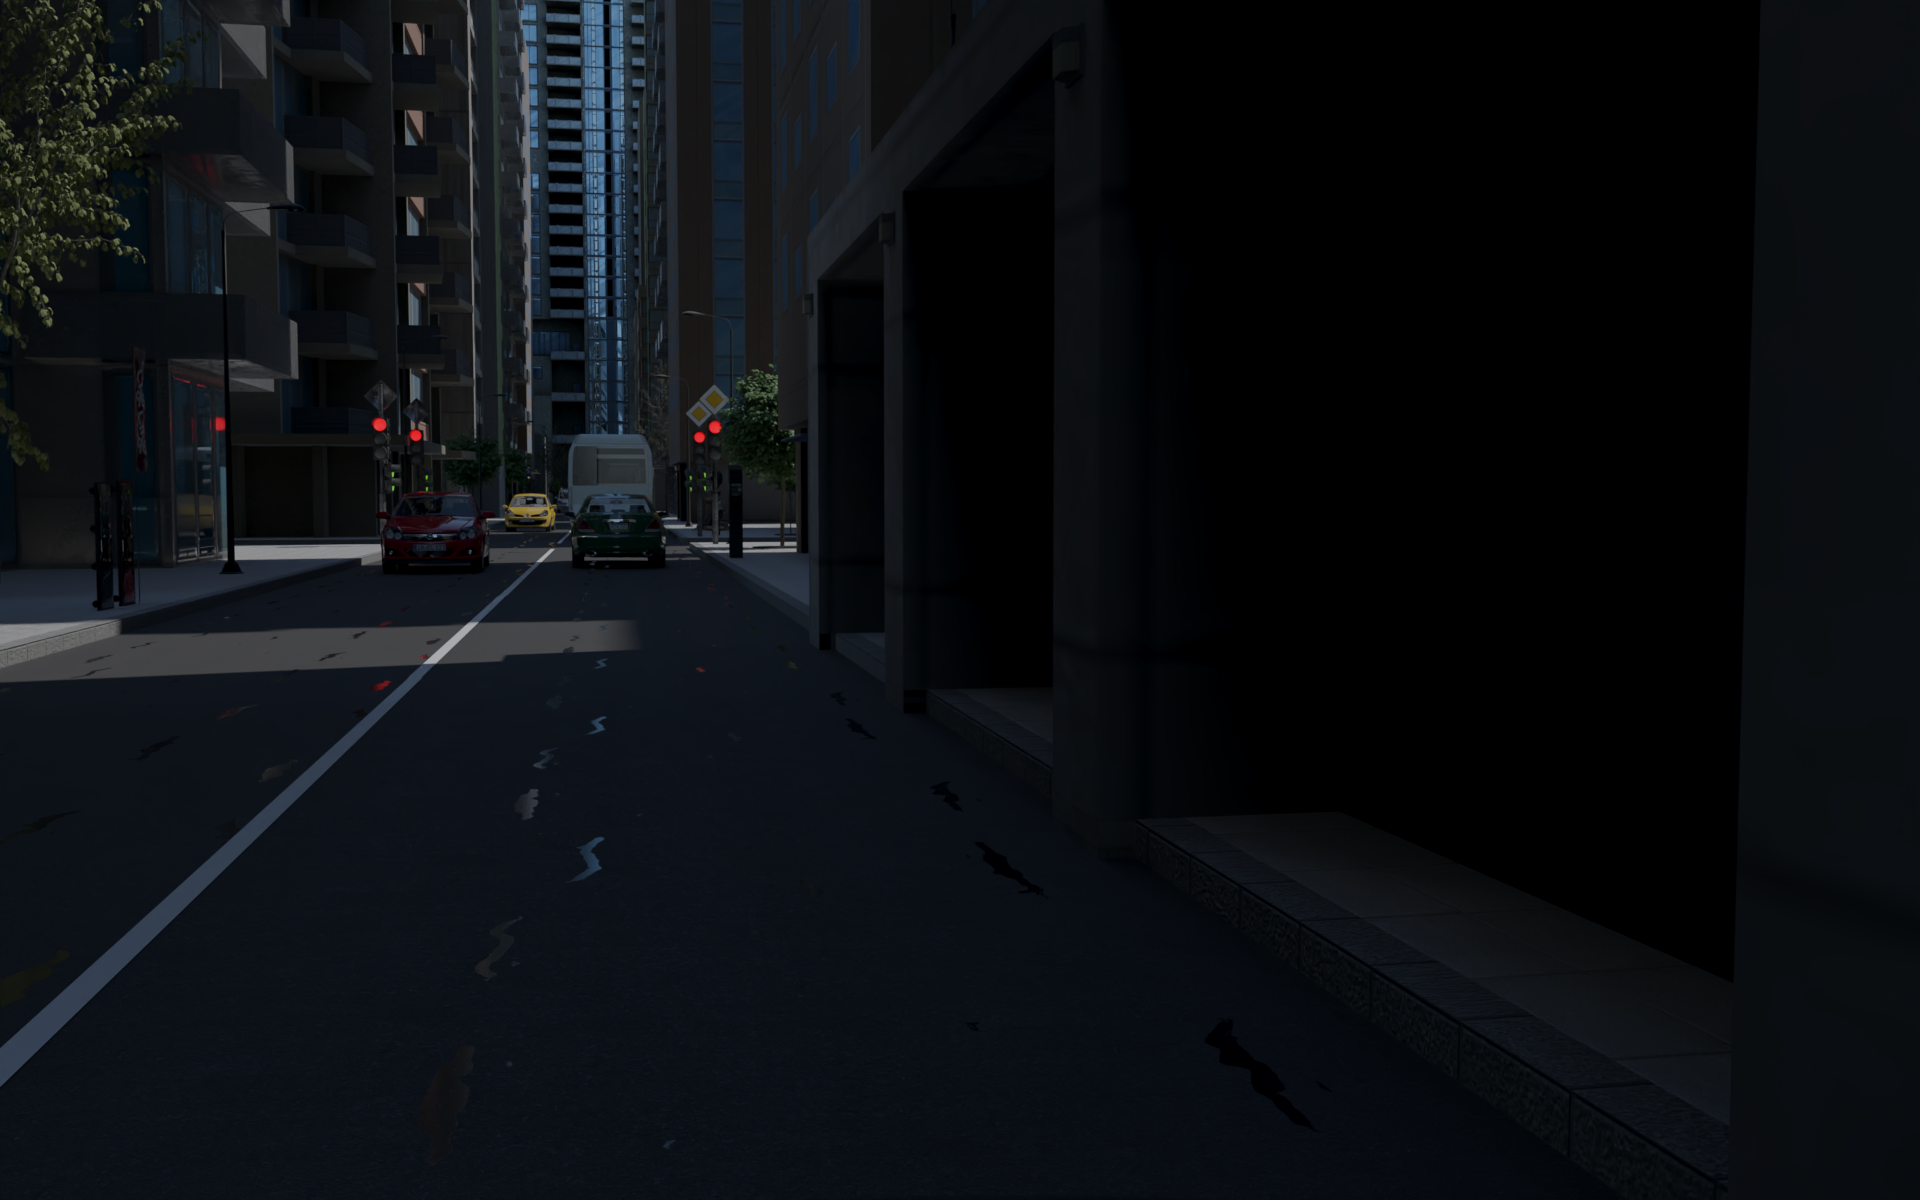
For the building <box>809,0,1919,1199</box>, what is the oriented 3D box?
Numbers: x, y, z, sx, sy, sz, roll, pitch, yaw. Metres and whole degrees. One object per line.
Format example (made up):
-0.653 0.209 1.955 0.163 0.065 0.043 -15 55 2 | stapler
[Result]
10.578 -34.752 6.448 20.563 71.187 20.611 -1 4 -11 | building

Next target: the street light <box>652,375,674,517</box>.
-11.168 -5.820 67.699 1.470 5.913 1.316 -1 4 -11 | street light

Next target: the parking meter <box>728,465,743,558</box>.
-4.494 -1.774 34.710 0.255 1.863 0.399 -1 4 -12 | parking meter

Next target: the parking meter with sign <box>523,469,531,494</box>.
-30.206 -7.558 119.830 0.543 3.016 1.738 -2 4 -30 | parking meter with sign

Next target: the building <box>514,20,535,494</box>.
-46.938 -31.173 159.786 14.600 45.320 14.200 -1 4 -11 | building

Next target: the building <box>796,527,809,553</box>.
4.108 -23.345 31.805 14.600 45.320 14.200 -1 4 -11 | building

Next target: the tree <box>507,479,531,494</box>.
-29.123 -7.301 113.978 1.663 3.219 1.824 0 3 0 | tree

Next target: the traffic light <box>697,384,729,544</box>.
-6.294 -3.390 44.347 0.839 4.253 0.868 -1 4 -11 | traffic light

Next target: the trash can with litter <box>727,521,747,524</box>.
-10.049 -3.859 74.157 2.233 1.210 1.678 -1 4 -22 | trash can with litter

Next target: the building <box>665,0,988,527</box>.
-6.758 -26.423 82.123 14.600 45.320 14.200 -1 4 -11 | building

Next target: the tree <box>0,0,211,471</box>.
-9.620 -4.041 16.426 4.737 8.622 4.395 0 3 0 | tree

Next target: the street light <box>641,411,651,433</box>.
-16.985 -7.606 96.902 1.470 5.913 1.316 -1 4 -11 | street light

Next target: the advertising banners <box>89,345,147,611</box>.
-9.609 -1.448 19.869 0.090 3.025 2.074 -1 4 -9 | advertising banners

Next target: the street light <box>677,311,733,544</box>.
-6.382 -4.390 44.317 1.470 5.913 1.316 -1 4 -11 | street light

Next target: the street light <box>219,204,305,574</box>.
-11.186 -3.379 27.781 1.470 5.913 1.316 -1 4 -11 | street light

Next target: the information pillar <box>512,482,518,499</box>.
-26.347 -6.002 102.623 0.304 2.012 0.304 0 4 -3 | information pillar

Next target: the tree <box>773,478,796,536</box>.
-5.351 -3.624 53.855 1.663 3.219 1.824 0 3 0 | tree

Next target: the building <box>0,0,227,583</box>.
-27.289 -24.848 25.871 30.456 49.044 23.786 -1 4 -11 | building

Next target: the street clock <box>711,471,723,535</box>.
-7.585 -3.011 53.803 0.358 2.002 0.471 -3 5 -39 | street clock

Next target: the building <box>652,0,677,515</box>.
-8.469 -30.149 112.542 23.786 49.044 30.456 -1 4 -11 | building

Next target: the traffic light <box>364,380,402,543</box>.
-14.243 -3.292 42.737 0.839 4.253 0.868 -1 4 -11 | traffic light

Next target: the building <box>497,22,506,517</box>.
-31.772 -24.895 90.635 14.154 41.232 14.086 -1 4 -11 | building

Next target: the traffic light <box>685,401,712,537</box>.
-7.870 -3.869 52.176 0.839 4.253 0.868 -1 4 -11 | traffic light

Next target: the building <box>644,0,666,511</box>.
-17.739 -27.741 137.164 14.154 41.232 14.086 -1 4 -11 | building

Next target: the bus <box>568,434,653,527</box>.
-11.995 -3.972 59.796 2.948 3.499 13.247 -1 4 -11 | bus

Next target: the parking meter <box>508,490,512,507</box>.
-29.871 -6.709 115.409 0.399 1.863 0.255 1 4 19 | parking meter

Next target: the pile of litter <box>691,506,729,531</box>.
-8.596 -2.879 61.030 1.719 0.858 1.176 2 4 24 | pile of litter

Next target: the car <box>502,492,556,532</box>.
-16.530 -3.451 66.643 2.015 1.641 3.980 -1 4 -10 | car

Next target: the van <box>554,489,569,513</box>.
-30.395 -7.783 134.258 2.013 2.044 4.112 -1 4 -12 | van

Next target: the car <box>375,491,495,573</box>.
-9.917 -1.458 32.887 2.155 1.783 4.494 -1 4 -13 | car

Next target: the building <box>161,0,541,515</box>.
-45.860 -31.607 136.382 23.786 49.044 30.456 -1 4 -11 | building

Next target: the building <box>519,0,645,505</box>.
-45.931 -55.231 215.695 31.000 86.520 22.319 -1 4 -11 | building

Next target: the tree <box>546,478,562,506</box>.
-45.498 -12.321 196.044 1.663 3.219 1.824 0 3 0 | tree

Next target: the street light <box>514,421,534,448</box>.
-27.612 -8.379 109.533 1.470 5.913 1.316 -1 4 -11 | street light

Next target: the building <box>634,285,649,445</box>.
-15.822 -19.272 160.134 27.650 21.520 28.899 -1 4 -11 | building

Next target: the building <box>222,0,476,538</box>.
-29.410 -24.854 60.992 22.147 44.769 28.867 -1 4 -11 | building

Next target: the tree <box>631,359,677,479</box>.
-15.248 -8.715 92.851 4.360 8.622 3.978 0 3 0 | tree

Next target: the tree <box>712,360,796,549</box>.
-4.214 -3.513 41.156 4.285 4.588 4.351 0 3 0 | tree

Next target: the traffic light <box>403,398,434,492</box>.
-15.819 -3.770 50.566 0.839 4.253 0.868 -1 4 -11 | traffic light

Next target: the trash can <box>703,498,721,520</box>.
-9.654 -3.419 67.547 0.748 1.137 0.748 0 3 0 | trash can

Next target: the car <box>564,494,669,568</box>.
-6.981 -1.435 35.268 2.131 1.459 4.920 -1 4 -12 | car

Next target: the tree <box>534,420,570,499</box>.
-41.139 -13.681 174.041 4.360 8.622 3.978 0 3 0 | tree

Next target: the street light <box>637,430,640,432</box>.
-22.831 -9.375 125.825 1.470 5.913 1.316 -1 4 -11 | street light

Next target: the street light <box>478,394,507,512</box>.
-21.684 -6.588 80.262 1.470 5.913 1.316 -1 4 -11 | street light

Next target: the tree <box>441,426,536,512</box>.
-23.474 -6.083 83.165 4.285 4.588 4.351 0 3 0 | tree

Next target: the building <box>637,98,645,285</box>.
-28.734 -33.248 193.709 14.600 45.320 14.200 -1 4 -11 | building

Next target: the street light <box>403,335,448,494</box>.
-15.678 -4.782 50.727 1.470 5.913 1.316 -1 4 -11 | street light

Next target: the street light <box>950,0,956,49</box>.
-0.594 -2.608 15.181 1.470 5.913 1.316 -1 4 -11 | street light
